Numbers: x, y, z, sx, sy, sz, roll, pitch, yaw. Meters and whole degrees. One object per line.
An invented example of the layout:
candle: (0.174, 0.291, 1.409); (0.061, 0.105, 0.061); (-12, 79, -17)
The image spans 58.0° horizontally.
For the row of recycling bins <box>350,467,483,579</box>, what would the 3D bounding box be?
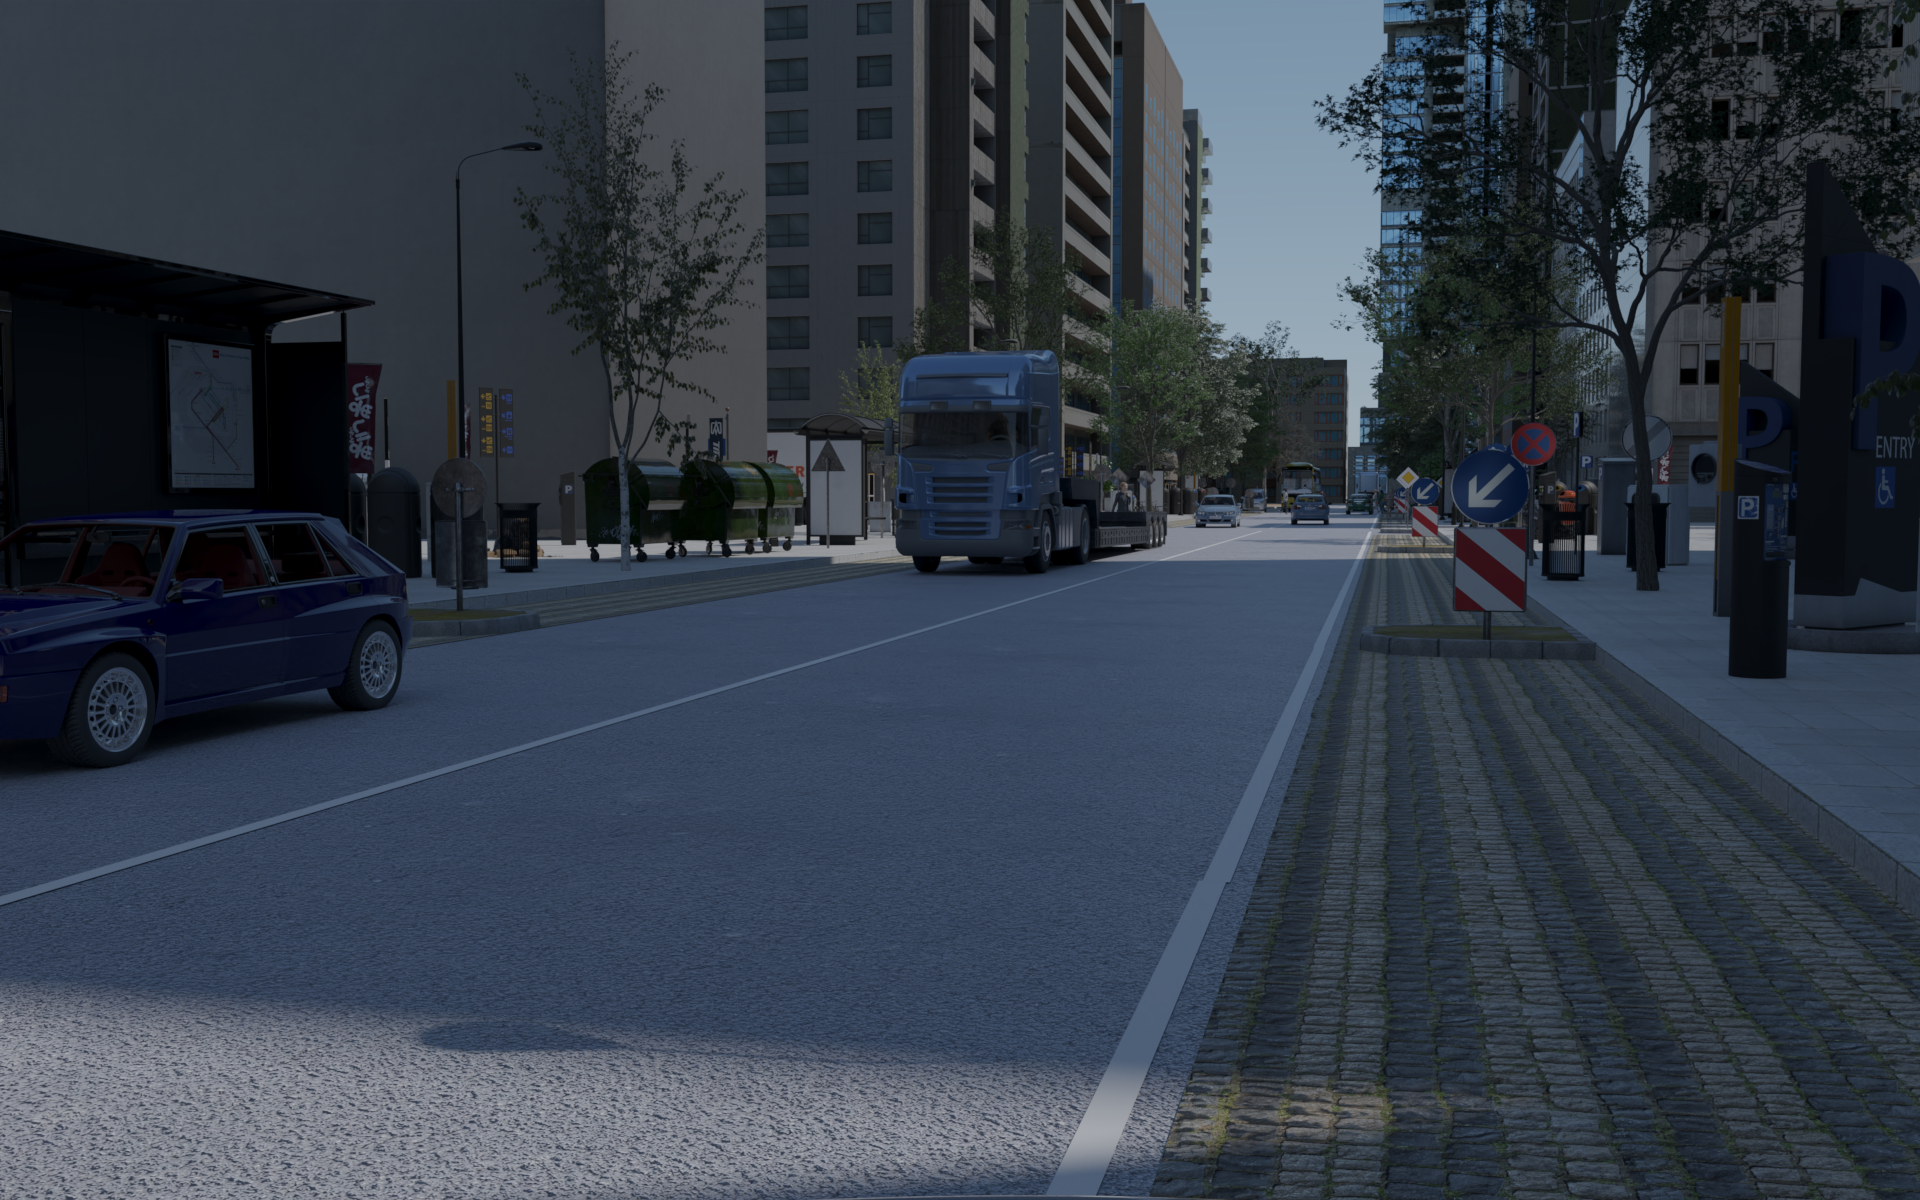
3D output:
row of recycling bins: (-9.081, -1.194, 26.633); (3.534, 1.692, 1.069); (0, 4, 1)

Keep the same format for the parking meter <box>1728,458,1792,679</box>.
parking meter: (5.613, -0.229, 12.149); (0.372, 1.533, 0.369); (0, 3, 0)

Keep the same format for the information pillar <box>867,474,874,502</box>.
information pillar: (-3.298, -3.546, 62.469); (0.304, 2.012, 0.304); (3, 4, 38)

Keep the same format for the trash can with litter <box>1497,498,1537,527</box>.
trash can with litter: (13.315, -1.861, 41.820); (1.055, 1.170, 0.624); (-3, 5, -43)

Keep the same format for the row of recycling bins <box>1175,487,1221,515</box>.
row of recycling bins: (16.132, -6.808, 118.416); (3.534, 1.692, 1.069); (-3, 5, -43)

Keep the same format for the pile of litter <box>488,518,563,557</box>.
pile of litter: (-9.016, -1.308, 35.350); (1.719, 0.858, 1.176); (1, 4, 17)

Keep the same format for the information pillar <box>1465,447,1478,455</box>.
information pillar: (25.396, -5.776, 85.784); (0.504, 3.616, 0.183); (2, 4, 26)

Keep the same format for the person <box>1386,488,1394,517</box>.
person: (26.739, -6.037, 107.553); (0.599, 1.781, 0.374); (-1, 4, -18)

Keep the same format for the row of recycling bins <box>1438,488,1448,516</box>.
row of recycling bins: (30.649, -6.133, 107.379); (1.069, 1.692, 3.534); (0, 4, -7)

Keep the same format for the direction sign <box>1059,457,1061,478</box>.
direction sign: (5.942, -6.938, 105.427); (0.876, 3.537, 0.379); (-2, 4, -32)

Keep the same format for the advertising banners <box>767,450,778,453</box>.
advertising banners: (-8.243, -4.445, 68.857); (2.074, 3.025, 0.090); (0, 4, 6)

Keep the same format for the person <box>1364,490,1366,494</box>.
person: (40.056, -9.943, 171.054); (0.705, 1.826, 1.348); (-1, 4, -18)

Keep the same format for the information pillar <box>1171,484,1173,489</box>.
information pillar: (15.729, -7.650, 129.574); (0.304, 2.012, 0.304); (3, 5, 43)

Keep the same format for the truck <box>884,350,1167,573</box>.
truck: (2.148, -2.969, 38.310); (2.967, 4.110, 18.799); (1, 4, 14)

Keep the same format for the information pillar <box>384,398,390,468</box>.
information pillar: (-14.080, -3.134, 42.590); (0.183, 3.616, 0.504); (-1, 4, -16)

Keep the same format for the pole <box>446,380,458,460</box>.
pole: (-9.101, -2.279, 31.103); (0.158, 3.312, 0.155); (0, 3, 0)

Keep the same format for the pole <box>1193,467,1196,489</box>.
pole: (16.354, -7.761, 120.735); (0.158, 3.312, 0.155); (0, 3, 0)

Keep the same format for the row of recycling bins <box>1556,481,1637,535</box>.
row of recycling bins: (19.966, -2.889, 54.351); (1.069, 1.692, 3.534); (-3, 5, -44)

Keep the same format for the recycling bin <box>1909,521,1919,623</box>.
recycling bin: (9.302, -0.255, 16.725); (0.722, 1.027, 0.722); (-1, 4, -18)

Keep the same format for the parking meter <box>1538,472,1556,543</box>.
parking meter: (15.267, -2.407, 45.066); (0.399, 1.863, 0.255); (-1, 4, -16)

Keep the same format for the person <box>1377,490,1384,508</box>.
person: (33.981, -8.003, 139.603); (0.600, 1.795, 0.529); (-1, 4, -18)

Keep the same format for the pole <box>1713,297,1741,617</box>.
pole: (7.995, -1.481, 18.050); (0.158, 3.312, 0.155); (0, 3, 0)

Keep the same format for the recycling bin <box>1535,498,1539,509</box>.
recycling bin: (25.950, -3.997, 77.900); (0.722, 1.027, 0.722); (0, 4, 3)

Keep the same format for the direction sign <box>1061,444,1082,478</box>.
direction sign: (5.203, -5.322, 79.008); (0.876, 3.537, 0.379); (1, 4, 17)

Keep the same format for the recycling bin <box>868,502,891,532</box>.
recycling bin: (-2.706, -2.798, 58.308); (0.722, 1.027, 0.722); (0, 4, -8)

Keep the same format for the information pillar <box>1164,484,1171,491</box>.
information pillar: (14.742, -7.311, 124.020); (0.304, 2.012, 0.304); (-2, 4, -32)

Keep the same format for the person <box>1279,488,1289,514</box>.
person: (23.034, -7.014, 123.032); (0.795, 1.843, 0.661); (1, 4, 16)

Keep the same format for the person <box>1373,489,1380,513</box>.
person: (30.376, -7.204, 126.632); (0.624, 1.780, 0.694); (3, 5, 41)

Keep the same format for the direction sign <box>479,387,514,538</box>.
direction sign: (-9.903, -2.757, 37.067); (0.379, 3.537, 0.876); (3, 4, 36)

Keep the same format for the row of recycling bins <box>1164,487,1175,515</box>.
row of recycling bins: (12.584, -6.434, 112.311); (1.069, 1.692, 3.534); (2, 4, 29)

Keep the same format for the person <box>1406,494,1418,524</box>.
person: (21.447, -4.467, 81.886); (0.721, 1.781, 0.623); (-2, 4, -30)

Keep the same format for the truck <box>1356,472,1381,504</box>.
truck: (48.482, -13.204, 205.636); (2.967, 4.110, 18.799); (1, 4, 13)

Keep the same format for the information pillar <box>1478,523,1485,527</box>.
information pillar: (13.989, -2.542, 46.046); (0.304, 2.012, 0.304); (-3, 4, -39)

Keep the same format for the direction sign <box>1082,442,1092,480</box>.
direction sign: (5.663, -5.092, 75.256); (0.379, 3.537, 0.876); (1, 4, 10)

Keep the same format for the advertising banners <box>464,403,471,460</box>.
advertising banners: (-10.005, -2.319, 34.111); (0.090, 3.025, 2.074); (-3, 4, -36)

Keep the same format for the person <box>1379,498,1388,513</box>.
person: (31.223, -6.965, 127.884); (0.738, 1.151, 1.012); (-3, 5, -43)

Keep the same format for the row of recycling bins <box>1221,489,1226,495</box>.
row of recycling bins: (21.453, -8.417, 144.735); (1.069, 1.692, 3.534); (1, 4, 23)

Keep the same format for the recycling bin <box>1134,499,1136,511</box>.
recycling bin: (10.289, -5.713, 105.964); (0.722, 1.027, 0.722); (-3, 4, -36)

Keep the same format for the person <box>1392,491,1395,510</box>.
person: (38.112, -8.741, 152.349); (0.436, 1.711, 0.756); (1, 4, 19)

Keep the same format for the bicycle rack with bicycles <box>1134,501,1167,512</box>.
bicycle rack with bicycles: (10.086, -4.991, 94.980); (2.852, 0.926, 2.925); (-1, 4, -21)

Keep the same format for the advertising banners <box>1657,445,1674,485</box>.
advertising banners: (24.592, -4.052, 62.443); (2.074, 3.025, 0.090); (1, 4, 16)

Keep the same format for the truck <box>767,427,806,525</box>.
truck: (-9.937, -5.264, 74.972); (11.283, 4.237, 2.839); (1, 4, 16)

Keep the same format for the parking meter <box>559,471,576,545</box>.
parking meter: (-9.817, -2.300, 43.312); (0.399, 1.863, 0.255); (-1, 4, -21)

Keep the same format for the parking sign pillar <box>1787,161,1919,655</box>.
parking sign pillar: (7.523, -1.588, 14.438); (1.447, 3.967, 1.447); (-3, 4, -37)

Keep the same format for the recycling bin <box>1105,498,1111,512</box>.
recycling bin: (10.338, -6.454, 118.074); (0.722, 1.027, 0.722); (3, 5, 44)

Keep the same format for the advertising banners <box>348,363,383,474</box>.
advertising banners: (-8.650, -1.629, 22.819); (2.074, 3.025, 0.090); (-2, 4, -29)

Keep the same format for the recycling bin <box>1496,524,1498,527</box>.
recycling bin: (15.925, -2.377, 51.416); (0.722, 1.027, 0.722); (2, 4, 35)

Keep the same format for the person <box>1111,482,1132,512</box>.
person: (4.605, -2.478, 49.441); (0.534, 1.772, 0.576); (3, 5, 40)

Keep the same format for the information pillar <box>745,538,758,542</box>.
information pillar: (-5.633, -2.577, 46.633); (0.304, 2.012, 0.304); (1, 4, 9)

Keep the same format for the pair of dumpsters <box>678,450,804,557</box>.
pair of dumpsters: (-4.758, -2.110, 36.987); (1.574, 2.255, 4.437); (1, 4, 14)

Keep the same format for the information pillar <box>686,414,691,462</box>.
information pillar: (-7.894, -3.608, 50.348); (0.183, 3.616, 0.504); (0, 4, -3)

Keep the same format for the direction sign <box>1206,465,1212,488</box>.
direction sign: (17.902, -8.112, 124.634); (0.379, 3.537, 0.876); (-1, 4, -19)
